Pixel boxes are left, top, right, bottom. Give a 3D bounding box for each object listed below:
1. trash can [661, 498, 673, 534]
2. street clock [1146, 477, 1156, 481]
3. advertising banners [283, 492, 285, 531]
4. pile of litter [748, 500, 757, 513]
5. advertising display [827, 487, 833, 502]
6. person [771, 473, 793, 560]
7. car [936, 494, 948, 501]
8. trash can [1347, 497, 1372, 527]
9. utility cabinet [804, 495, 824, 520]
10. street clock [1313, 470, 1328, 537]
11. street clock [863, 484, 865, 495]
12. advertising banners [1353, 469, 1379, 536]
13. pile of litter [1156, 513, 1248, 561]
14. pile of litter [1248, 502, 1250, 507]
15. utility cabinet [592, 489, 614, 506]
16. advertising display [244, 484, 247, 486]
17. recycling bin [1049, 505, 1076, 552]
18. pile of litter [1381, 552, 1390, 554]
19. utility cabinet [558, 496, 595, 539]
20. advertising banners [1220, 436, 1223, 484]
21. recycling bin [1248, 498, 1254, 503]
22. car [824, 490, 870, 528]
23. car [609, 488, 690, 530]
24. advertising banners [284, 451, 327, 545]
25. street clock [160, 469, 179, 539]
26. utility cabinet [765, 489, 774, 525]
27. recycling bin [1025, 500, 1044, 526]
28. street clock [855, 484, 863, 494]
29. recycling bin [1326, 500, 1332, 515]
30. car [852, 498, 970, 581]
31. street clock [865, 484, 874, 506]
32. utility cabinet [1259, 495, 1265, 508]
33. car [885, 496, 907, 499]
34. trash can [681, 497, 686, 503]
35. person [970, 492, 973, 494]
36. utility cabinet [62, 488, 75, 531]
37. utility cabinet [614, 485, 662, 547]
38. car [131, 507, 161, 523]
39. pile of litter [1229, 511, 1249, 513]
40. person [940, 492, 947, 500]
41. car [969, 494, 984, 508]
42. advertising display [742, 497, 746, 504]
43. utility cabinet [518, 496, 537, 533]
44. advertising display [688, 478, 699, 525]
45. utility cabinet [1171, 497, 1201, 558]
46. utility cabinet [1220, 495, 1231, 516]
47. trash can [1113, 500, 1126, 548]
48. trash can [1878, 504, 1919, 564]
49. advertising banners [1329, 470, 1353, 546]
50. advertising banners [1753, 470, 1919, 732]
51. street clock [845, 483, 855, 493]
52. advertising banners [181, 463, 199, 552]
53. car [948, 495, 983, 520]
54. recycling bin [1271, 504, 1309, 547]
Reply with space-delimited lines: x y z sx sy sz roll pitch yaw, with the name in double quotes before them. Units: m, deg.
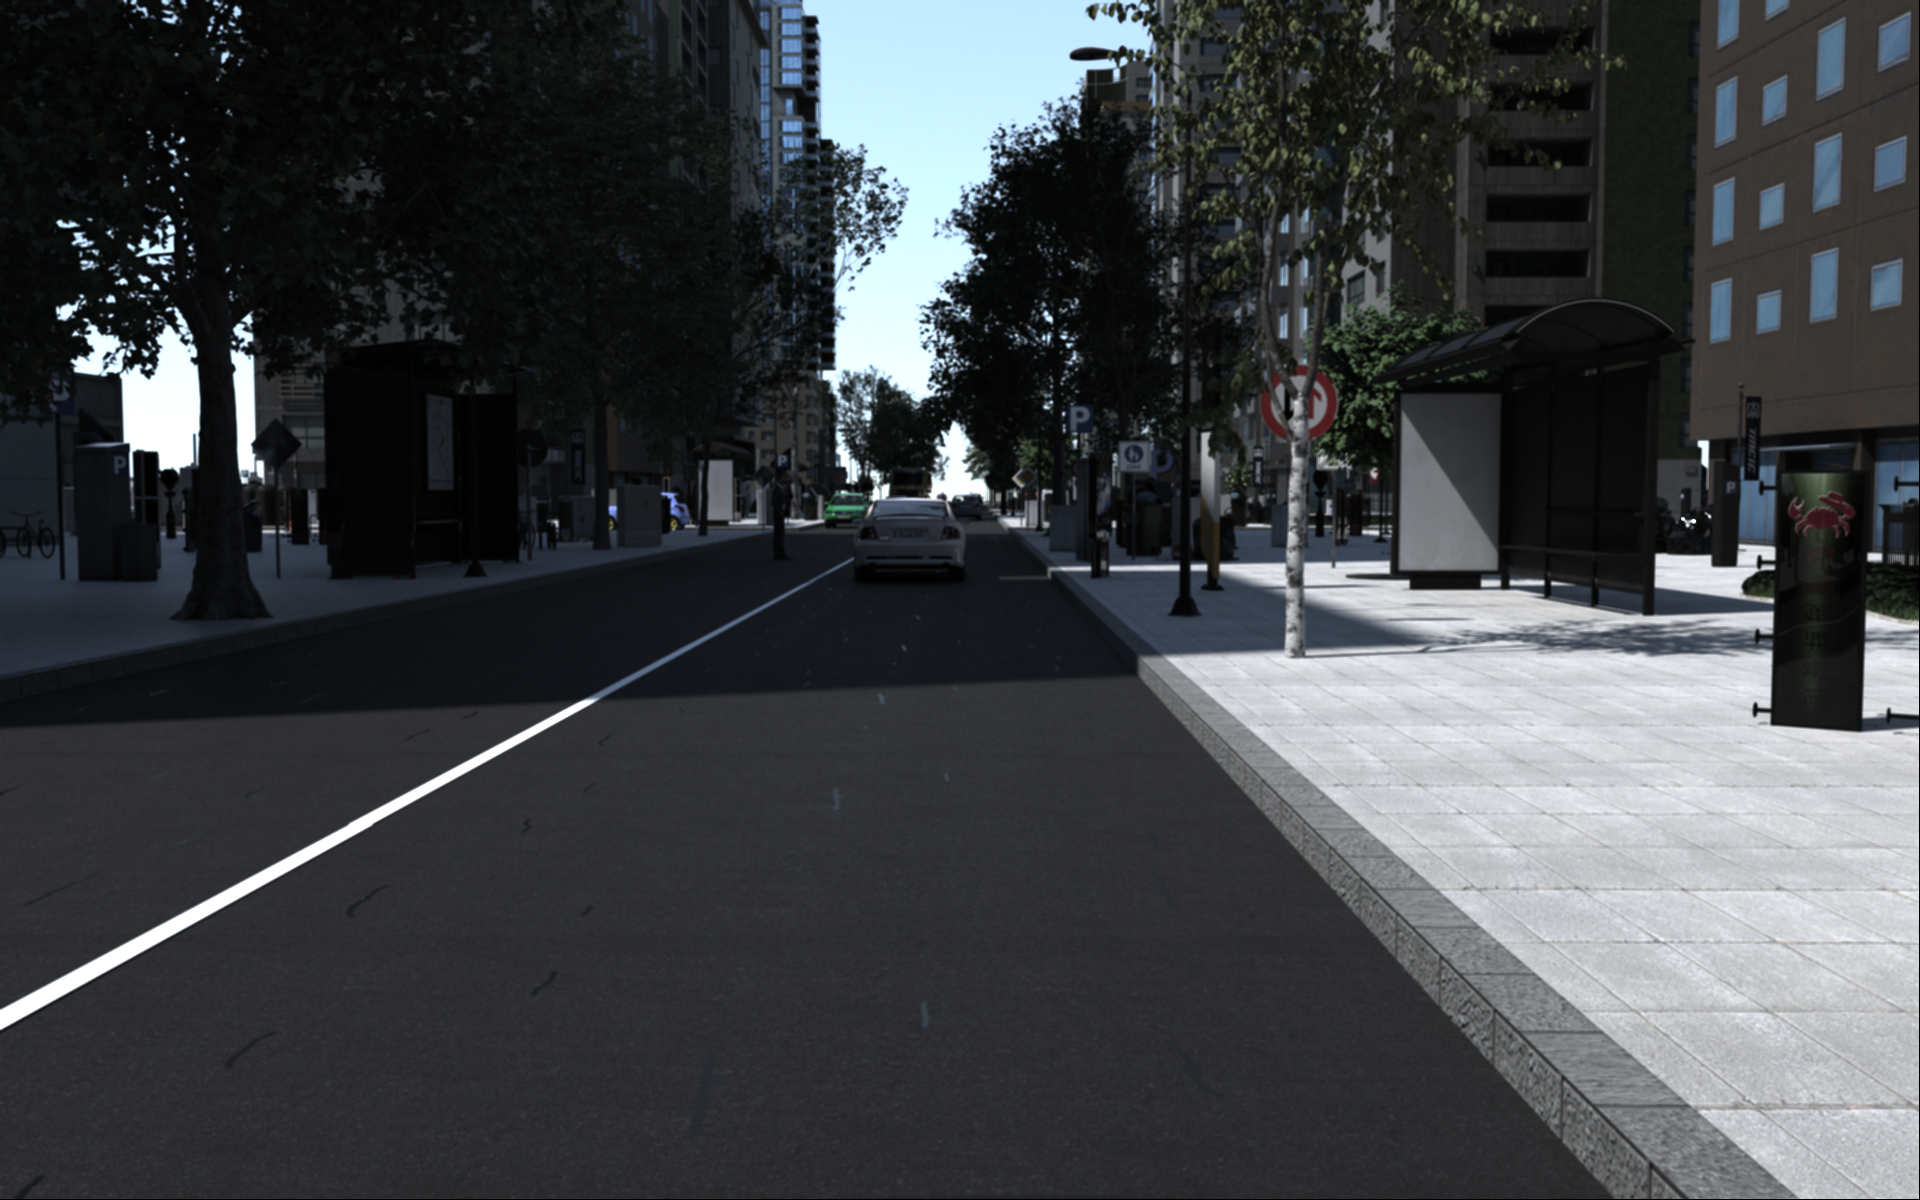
"trash can" -9.671 -2.717 56.079 0.748 1.137 0.748 0 3 0
"street clock" 8.117 -4.233 73.785 0.471 2.002 0.358 2 4 23
"advertising banners" -22.291 -3.759 57.655 0.090 3.025 2.074 -2 4 -33
"pile of litter" -13.980 -6.385 118.358 1.719 0.858 1.176 0 4 3
"advertising display" -8.376 -6.490 111.324 0.123 1.923 0.974 -1 4 -23
"person" -3.885 -1.843 38.002 0.474 1.900 0.648 0 4 -2
"car" -3.151 -17.885 301.456 2.155 1.783 4.494 0 4 -1
"trash can" 15.735 -3.427 67.684 0.748 1.137 0.748 0 3 0
"utility cabinet" -7.349 -4.651 87.207 1.020 1.237 0.306 1 4 15
"street clock" 10.789 -2.894 51.888 0.358 2.002 0.471 -1 4 -23
"street clock" -6.947 -7.467 126.658 0.471 2.002 0.358 -1 4 -17
"advertising banners" 12.118 -3.477 53.035 0.090 3.025 2.074 -2 4 -34
"pile of litter" 4.604 -1.204 33.649 1.719 0.858 1.176 0 4 2
"pile of litter" 17.891 -5.765 108.229 1.719 0.858 1.176 1 4 18
"utility cabinet" -15.324 -4.058 75.027 1.173 1.500 0.318 -1 4 -18
"advertising display" -44.105 -6.181 106.281 0.974 1.923 0.123 2 4 26
"recycling bin" 2.459 -1.610 38.880 0.722 1.027 0.722 2 4 24
"pile of litter" 9.856 -1.433 37.392 1.719 0.858 1.176 -1 4 -11
"utility cabinet" -11.059 -2.375 50.000 1.020 1.237 0.306 0 4 -1
"advertising banners" 6.606 -3.033 45.775 0.090 3.025 2.074 2 4 29
"recycling bin" 19.251 -6.311 115.731 0.722 1.027 0.722 1 4 15
"car" -4.781 -3.997 74.150 1.959 1.807 4.718 0 4 1
"car" -12.107 -3.424 65.579 3.694 1.707 1.945 0 4 -1
"advertising banners" -16.060 -2.917 43.877 2.074 3.025 0.090 0 4 7
"street clock" -22.740 -2.771 49.870 0.471 2.002 0.358 1 4 19
"utility cabinet" -7.730 -3.866 71.893 0.318 1.500 1.173 1 4 12
"recycling bin" 2.988 -3.467 69.241 0.722 1.027 0.722 0 4 7
"street clock" -7.486 -7.394 125.454 0.471 2.002 0.358 -1 4 -16
"recycling bin" 17.365 -4.140 80.247 0.722 1.027 0.722 0 4 6
"car" -0.854 -1.080 30.015 2.083 1.381 4.827 0 4 -1
"street clock" -6.425 -7.390 125.389 0.358 2.002 0.471 1 4 18
"utility cabinet" 15.558 -4.775 89.237 0.306 1.237 1.020 1 4 13
"car" -3.626 -5.238 98.215 1.945 1.354 3.894 0 4 0
"trash can" -13.590 -4.407 83.715 0.748 1.137 0.748 0 3 0
"person" 1.666 -15.845 267.439 0.709 1.838 0.599 -3 4 -39
"utility cabinet" -29.801 -3.068 58.843 1.173 1.500 0.318 -3 4 -36
"utility cabinet" -7.796 -2.047 42.155 0.318 1.500 1.173 3 4 38
"car" -32.001 -3.176 63.723 4.920 1.459 2.131 0 4 -1
"pile of litter" 5.980 -1.627 40.563 1.176 0.858 1.719 1 4 20
"person" -2.261 -13.680 232.850 0.721 1.739 1.217 3 5 44
"car" 1.560 -10.780 185.288 2.155 1.783 4.494 0 4 0
"advertising display" -17.803 -8.380 142.227 0.123 1.923 0.974 -3 5 -43
"utility cabinet" -14.317 -2.790 56.775 1.020 1.237 0.306 2 4 33
"advertising display" -10.970 -4.054 71.494 0.123 1.923 0.974 1 4 17
"utility cabinet" 4.586 -1.453 34.911 0.306 1.237 1.020 2 4 30
"utility cabinet" 15.290 -5.349 98.615 1.020 1.237 0.306 0 4 1
"trash can" 4.045 -1.827 41.522 0.748 1.137 0.748 0 3 0
"trash can" 13.092 -0.751 23.940 0.748 1.137 0.748 0 3 0
"advertising banners" 9.392 -2.860 42.941 0.090 3.025 2.074 2 4 24
"advertising banners" 5.258 -0.780 8.948 2.074 3.025 0.090 3 4 38
"street clock" -7.345 -6.708 114.246 0.471 2.002 0.358 -1 4 -19
"advertising banners" -17.035 -2.611 38.879 0.090 3.025 2.074 0 4 -3
"car" 0.293 -5.112 95.580 2.014 1.417 4.499 0 4 -1
"recycling bin" 8.005 -1.803 42.037 0.722 1.027 0.722 -1 4 -8
